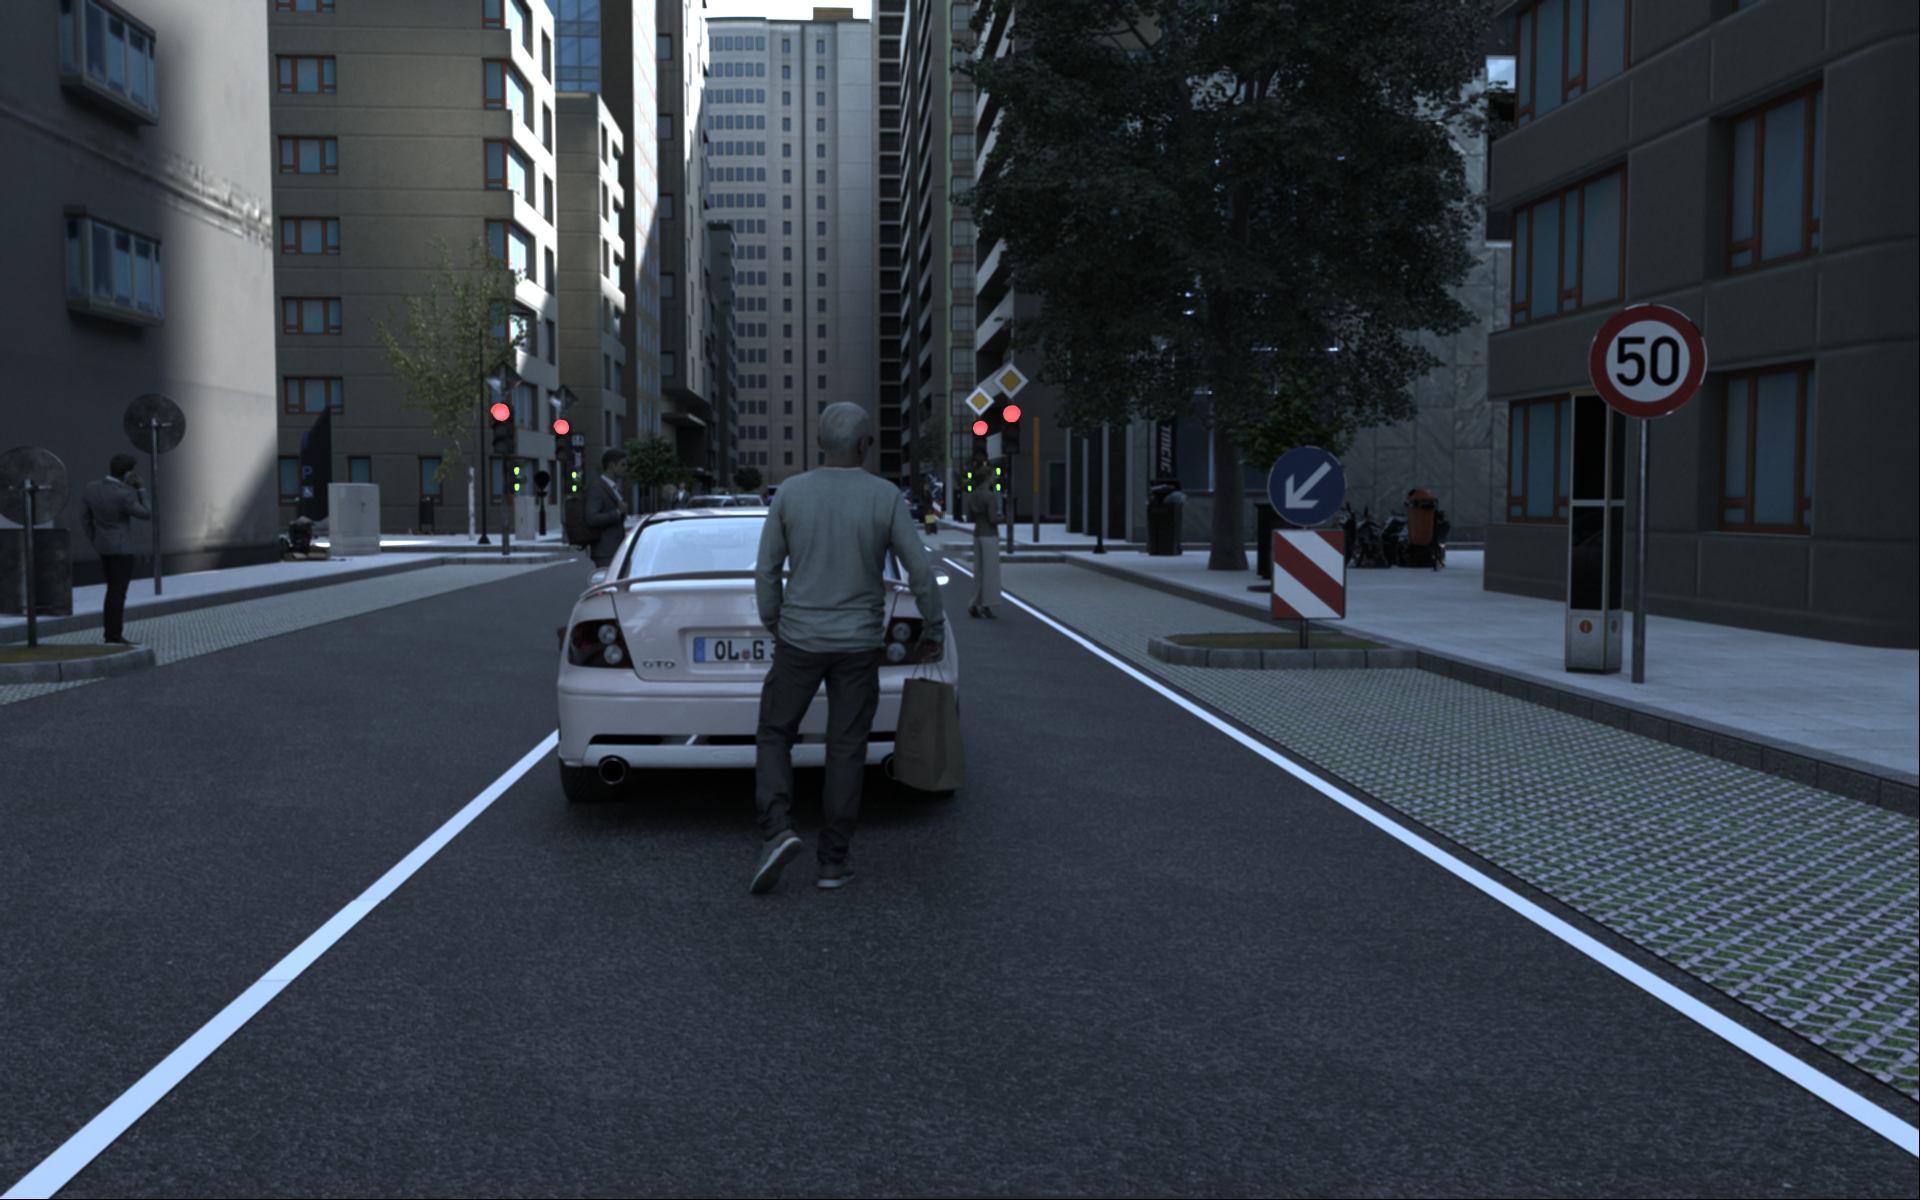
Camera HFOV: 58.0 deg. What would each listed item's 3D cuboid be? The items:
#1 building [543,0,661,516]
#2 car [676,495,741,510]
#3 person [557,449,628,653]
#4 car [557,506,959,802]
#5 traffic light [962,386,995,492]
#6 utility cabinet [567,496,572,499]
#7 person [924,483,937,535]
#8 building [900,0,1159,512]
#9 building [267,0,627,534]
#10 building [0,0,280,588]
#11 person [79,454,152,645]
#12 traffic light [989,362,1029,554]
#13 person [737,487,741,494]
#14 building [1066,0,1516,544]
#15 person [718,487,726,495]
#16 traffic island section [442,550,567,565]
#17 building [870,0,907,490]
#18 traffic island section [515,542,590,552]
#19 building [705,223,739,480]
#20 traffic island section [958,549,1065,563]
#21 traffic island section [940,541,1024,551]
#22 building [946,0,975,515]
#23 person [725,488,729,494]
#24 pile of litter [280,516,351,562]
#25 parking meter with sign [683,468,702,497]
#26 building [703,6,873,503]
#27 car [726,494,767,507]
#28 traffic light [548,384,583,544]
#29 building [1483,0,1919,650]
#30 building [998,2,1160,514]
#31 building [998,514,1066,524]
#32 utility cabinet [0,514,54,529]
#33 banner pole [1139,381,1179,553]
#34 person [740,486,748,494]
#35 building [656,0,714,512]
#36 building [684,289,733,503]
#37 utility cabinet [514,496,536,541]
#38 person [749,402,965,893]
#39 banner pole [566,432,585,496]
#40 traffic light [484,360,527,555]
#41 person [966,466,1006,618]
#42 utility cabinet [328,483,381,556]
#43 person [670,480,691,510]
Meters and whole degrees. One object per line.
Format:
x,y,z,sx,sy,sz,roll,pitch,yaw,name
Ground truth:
-26.437,-27.991,107.761,14.600,45.320,14.200,0,4,-4,building
-6.812,-2.190,47.804,2.014,1.417,4.499,0,4,-4,car
-3.149,-0.422,15.369,0.822,1.834,0.622,0,4,-6,person
-1.049,0.175,9.504,2.083,1.381,4.827,0,4,-5,car
0.486,-3.431,45.020,0.839,4.253,0.868,0,4,-4,traffic light
-12.929,-2.848,57.728,0.306,1.237,1.020,0,4,6,utility cabinet
-1.041,-3.181,60.719,0.699,1.804,1.509,1,4,14,person
5.556,-32.827,160.429,21.300,48.544,21.600,0,4,-4,building
-28.947,-13.650,68.218,27.650,21.520,28.899,0,4,-4,building
-22.495,-24.222,19.735,21.600,48.544,21.300,0,4,-4,building
-7.850,-0.456,16.132,0.592,1.802,0.473,3,4,36,person
1.056,-2.944,37.055,0.839,4.253,0.868,0,4,-4,traffic light
-11.612,-5.099,92.044,0.590,1.801,0.661,0,4,6,person
19.126,-45.370,54.473,31.000,86.520,22.319,0,4,-4,building
-12.704,-5.278,95.017,1.509,1.804,0.699,2,4,29,person
-9.568,-0.865,36.416,2.009,0.180,2.903,0,4,-4,traffic island section
-0.629,-47.452,214.096,20.611,71.187,20.563,0,4,-4,building
-10.138,-1.352,44.381,2.009,0.180,2.903,0,4,-4,traffic island section
-30.990,-25.343,186.057,14.107,30.474,14.160,0,4,-4,building
1.097,-0.911,37.172,2.009,0.180,2.903,0,4,-4,traffic island section
0.527,-1.398,45.137,2.009,0.180,2.903,0,4,-4,traffic island section
6.016,-26.085,110.080,14.154,41.232,14.086,0,4,-4,building
-14.364,-6.020,107.146,0.641,1.798,0.478,0,4,-6,person
-12.601,-1.177,33.207,1.719,0.858,1.176,0,4,-7,pile of litter
-17.866,-7.426,117.681,1.738,3.016,0.543,0,4,1,parking meter with sign
-24.990,-41.035,212.922,28.212,58.520,21.231,0,4,-4,building
-6.846,-2.604,54.367,2.131,1.459,4.920,0,4,-6,car
-10.097,-3.384,44.249,0.839,4.253,0.868,0,4,-4,traffic light
21.807,-10.032,9.069,27.650,21.520,28.899,0,4,-4,building
7.796,-31.515,138.974,21.300,48.544,21.600,0,4,-4,building
12.162,-28.179,84.435,21.300,48.544,21.600,0,4,-4,building
-10.793,-0.512,19.534,0.306,1.237,1.020,3,5,39,utility cabinet
4.342,-2.923,37.806,0.863,3.779,0.401,0,4,-2,banner pole
-9.606,-4.167,76.972,0.623,1.781,0.721,0,3,0,person
-33.207,-33.131,130.928,28.713,52.752,27.495,0,4,-4,building
-35.785,-19.258,159.913,27.650,21.520,28.899,0,4,-4,building
-12.082,-2.258,48.087,0.306,1.237,1.020,-2,4,-31,utility cabinet
-0.374,0.163,6.326,0.782,1.767,0.515,0,4,-4,person
-13.698,-4.368,61.440,0.863,3.779,0.401,-1,4,-12,banner pole
-9.527,-2.897,36.284,0.839,4.253,0.868,0,4,-4,traffic light
0.327,-0.669,19.983,0.362,1.759,0.519,-3,4,-36,person
-12.599,-1.675,36.073,0.318,1.500,1.173,2,4,23,utility cabinet
-8.198,-2.595,50.891,0.622,1.834,0.822,-1,4,-14,person
